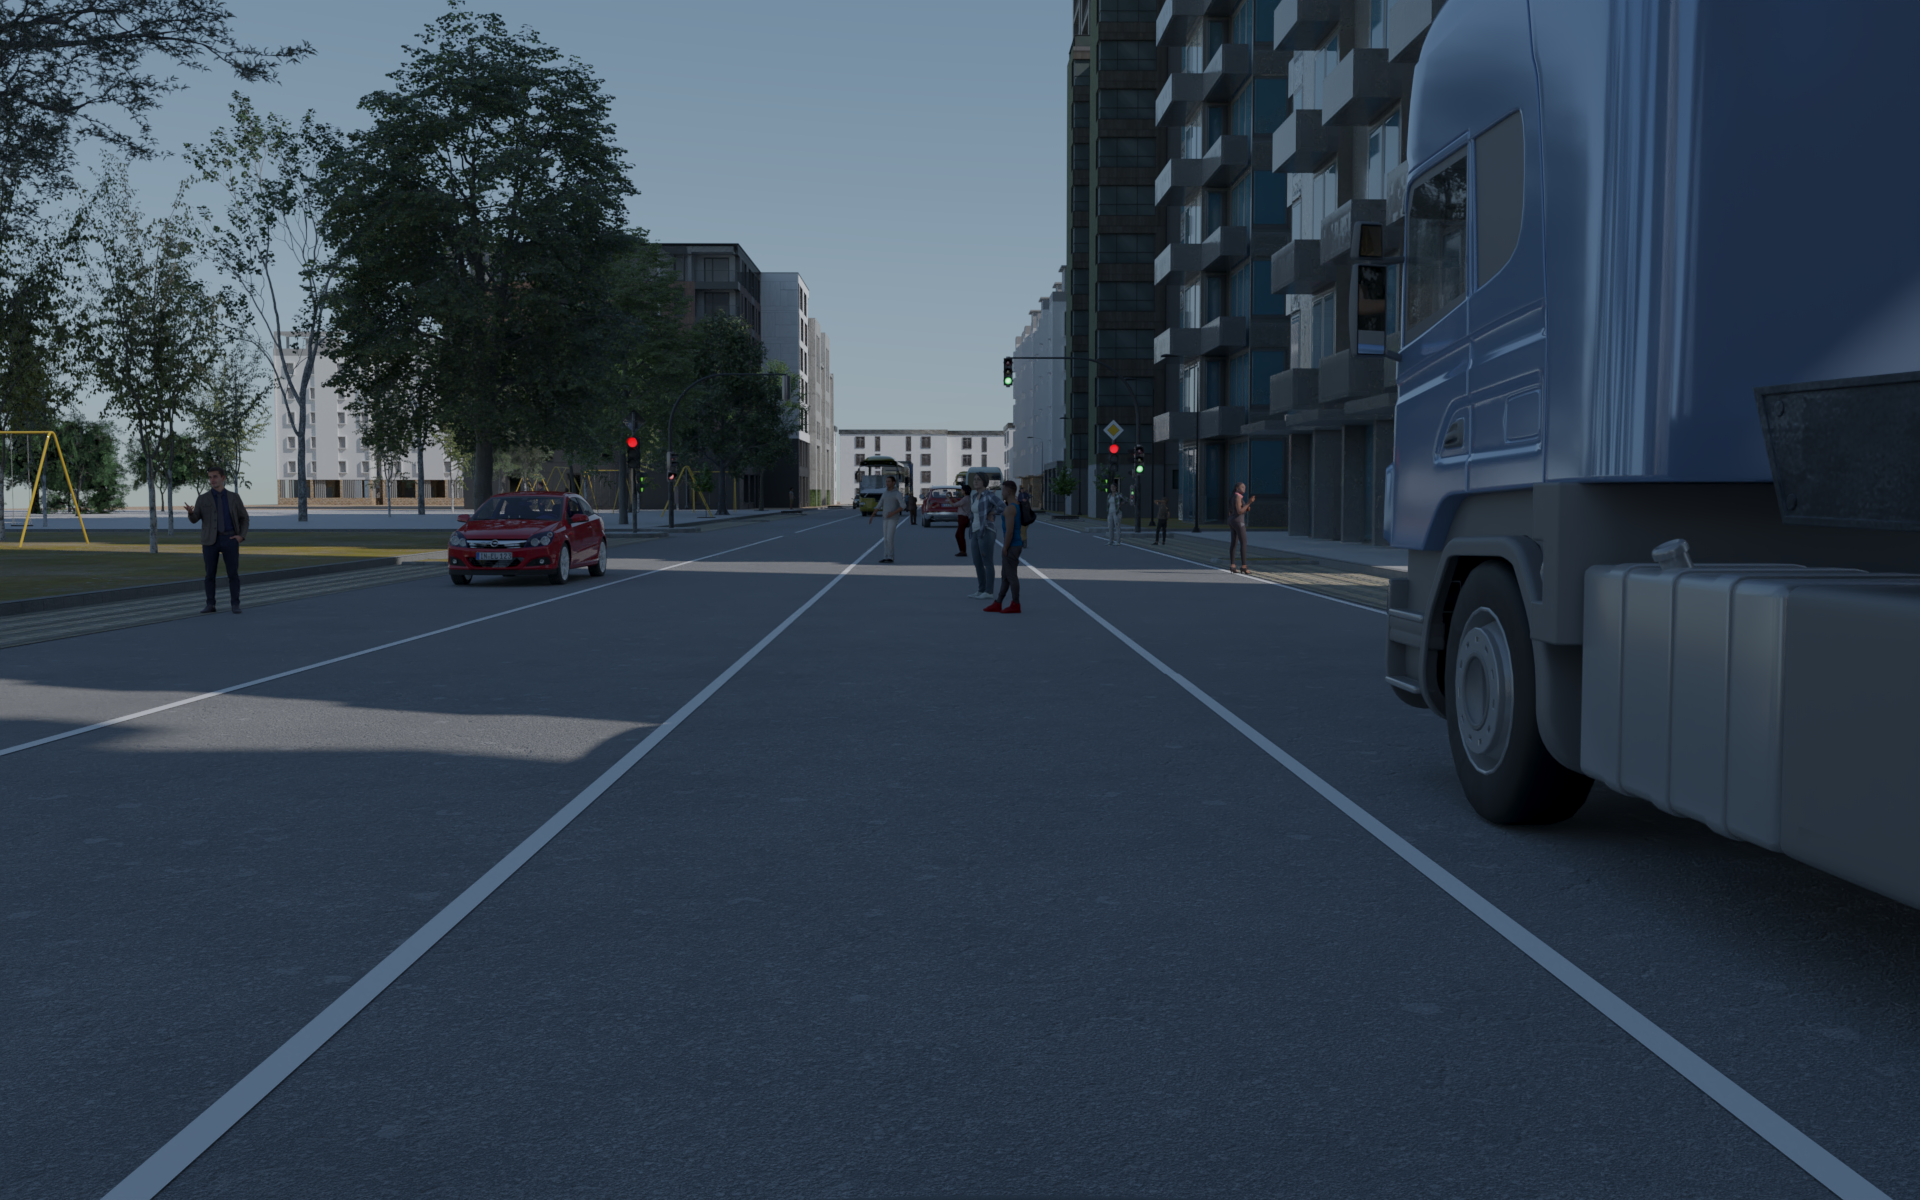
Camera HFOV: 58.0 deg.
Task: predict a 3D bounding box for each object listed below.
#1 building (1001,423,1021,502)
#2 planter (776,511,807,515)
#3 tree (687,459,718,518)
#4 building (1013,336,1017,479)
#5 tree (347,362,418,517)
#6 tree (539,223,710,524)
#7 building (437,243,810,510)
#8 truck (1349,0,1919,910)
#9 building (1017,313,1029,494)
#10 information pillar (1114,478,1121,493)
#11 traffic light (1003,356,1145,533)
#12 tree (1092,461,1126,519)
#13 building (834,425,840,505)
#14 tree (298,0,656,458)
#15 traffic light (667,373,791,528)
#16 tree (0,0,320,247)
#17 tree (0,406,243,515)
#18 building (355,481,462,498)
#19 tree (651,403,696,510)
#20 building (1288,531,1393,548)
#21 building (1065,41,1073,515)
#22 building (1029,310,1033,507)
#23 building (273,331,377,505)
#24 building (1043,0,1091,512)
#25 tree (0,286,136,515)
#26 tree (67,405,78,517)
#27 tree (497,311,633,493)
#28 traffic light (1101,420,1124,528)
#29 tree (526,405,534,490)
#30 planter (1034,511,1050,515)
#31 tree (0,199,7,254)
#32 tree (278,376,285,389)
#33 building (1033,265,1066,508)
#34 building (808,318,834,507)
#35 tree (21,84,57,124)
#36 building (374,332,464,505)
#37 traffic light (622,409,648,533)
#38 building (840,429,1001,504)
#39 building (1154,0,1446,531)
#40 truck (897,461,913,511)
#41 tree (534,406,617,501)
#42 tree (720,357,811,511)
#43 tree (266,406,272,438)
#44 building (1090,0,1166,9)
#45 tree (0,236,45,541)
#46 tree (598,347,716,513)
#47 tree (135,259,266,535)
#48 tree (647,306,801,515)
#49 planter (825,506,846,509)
[{"bbox_3d":[10.169,-15.979,203.395,9.099,9.664,28.070,0,4,-1],"label":"building"},{"bbox_3d":[-11.335,-5.860,116.953,1.991,0.319,1.994,0,4,-1],"label":"planter"},{"bbox_3d":[-13.609,-6.040,93.352,1.663,3.219,1.824,0,3,0],"label":"tree"},{"bbox_3d":[13.716,-20.001,183.437,16.016,20.091,11.380,0,4,-1],"label":"building"},{"bbox_3d":[-31.553,-8.876,95.480,4.360,8.622,3.978,0,3,0],"label":"tree"},{"bbox_3d":[-13.888,-9.465,72.881,7.486,12.596,7.792,0,3,0],"label":"tree"},{"bbox_3d":[-28.783,-19.166,157.333,27.936,21.610,32.646,0,4,-1],"label":"building"},{"bbox_3d":[3.736,-0.651,0.406,2.967,4.110,18.799,0,4,-2],"label":"truck"},{"bbox_3d":[14.225,-19.289,171.800,16.016,20.091,11.380,0,4,-1],"label":"building"},{"bbox_3d":[7.104,-4.513,78.276,0.304,2.012,0.304,1,4,22],"label":"information pillar"},{"bbox_3d":[3.798,-5.056,57.335,4.771,5.953,1.251,0,4,-1],"label":"traffic light"},{"bbox_3d":[7.791,-5.863,90.460,1.663,3.219,1.824,0,3,0],"label":"tree"},{"bbox_3d":[-29.291,-16.528,212.375,28.070,9.664,9.099,0,4,-1],"label":"building"},{"bbox_3d":[-12.778,-8.547,46.397,9.857,13.997,8.962,0,3,0],"label":"tree"},{"bbox_3d":[-8.778,-5.543,65.297,4.771,5.953,1.251,0,4,-1],"label":"traffic light"},{"bbox_3d":[-12.415,-6.608,18.404,12.009,13.543,11.850,0,3,0],"label":"tree"},{"bbox_3d":[-60.574,-9.875,124.359,20.602,7.101,11.467,0,4,-1],"label":"tree"},{"bbox_3d":[-70.513,-17.489,228.089,28.070,9.664,9.099,0,4,-1],"label":"building"},{"bbox_3d":[-22.343,-11.401,136.762,4.360,8.622,3.978,0,3,0],"label":"tree"},{"bbox_3d":[20.241,-25.800,41.431,23.786,49.044,30.456,0,4,-1],"label":"building"},{"bbox_3d":[13.790,-20.877,113.042,14.160,30.474,14.107,0,4,-1],"label":"building"},{"bbox_3d":[14.967,-18.585,160.291,16.016,20.091,11.380,0,4,-1],"label":"building"},{"bbox_3d":[-73.548,-21.463,207.333,11.380,20.091,16.016,0,4,-1],"label":"building"},{"bbox_3d":[17.194,-42.258,129.177,20.563,71.187,20.611,0,4,-1],"label":"building"},{"bbox_3d":[-62.698,-12.699,109.443,18.604,14.587,13.155,0,4,4],"label":"tree"},{"bbox_3d":[-56.630,-8.025,94.118,11.467,7.101,20.602,2,4,32],"label":"tree"},{"bbox_3d":[-18.884,-9.108,83.321,7.601,10.594,8.767,0,4,2],"label":"tree"},{"bbox_3d":[5.771,-4.683,65.491,0.839,4.253,0.868,0,4,-1],"label":"traffic light"},{"bbox_3d":[-29.656,-10.309,118.922,4.360,8.622,3.978,0,3,0],"label":"tree"},{"bbox_3d":[5.048,-5.876,117.214,1.991,0.319,1.994,0,4,-1],"label":"planter"},{"bbox_3d":[-35.985,-7.712,51.839,9.928,11.665,9.643,0,3,0],"label":"tree"},{"bbox_3d":[-29.683,-7.332,70.243,4.360,8.622,3.978,0,3,0],"label":"tree"},{"bbox_3d":[14.868,-17.891,148.929,16.016,20.091,11.380,0,4,-1],"label":"building"},{"bbox_3d":[-23.103,-19.759,189.510,16.747,18.905,31.486,0,4,-1],"label":"building"},{"bbox_3d":[-16.658,-4.856,29.761,4.360,8.622,3.978,0,3,0],"label":"tree"},{"bbox_3d":[-61.747,-21.531,208.448,11.380,20.091,16.016,0,4,-1],"label":"building"},{"bbox_3d":[-10.750,-4.179,57.247,0.839,4.253,0.868,0,4,-1],"label":"traffic light"},{"bbox_3d":[-1.765,-17.560,229.252,28.070,9.664,9.099,0,4,-1],"label":"building"},{"bbox_3d":[23.880,-27.915,76.021,30.456,49.044,23.786,0,4,-1],"label":"building"},{"bbox_3d":[-5.393,-9.783,148.869,2.839,4.237,11.283,0,3,0],"label":"truck"},{"bbox_3d":[-20.036,-8.726,93.027,4.360,8.622,3.978,0,3,0],"label":"tree"},{"bbox_3d":[-14.879,-12.544,130.845,9.928,11.665,9.643,0,3,0],"label":"tree"},{"bbox_3d":[-39.746,-8.770,93.753,4.737,8.622,4.395,0,3,0],"label":"tree"},{"bbox_3d":[14.200,-20.006,98.801,14.160,30.474,14.107,0,4,-1],"label":"building"},{"bbox_3d":[-26.378,-5.961,47.820,4.737,8.622,4.395,0,3,0],"label":"tree"},{"bbox_3d":[-22.558,-11.817,118.969,9.928,11.665,9.643,0,3,0],"label":"tree"},{"bbox_3d":[-24.749,-6.308,53.504,4.737,8.622,4.395,0,3,0],"label":"tree"},{"bbox_3d":[-14.480,-11.562,106.054,9.611,12.733,9.660,0,3,0],"label":"tree"},{"bbox_3d":[-12.097,-8.989,168.114,1.991,0.319,1.994,0,4,-1],"label":"planter"}]
